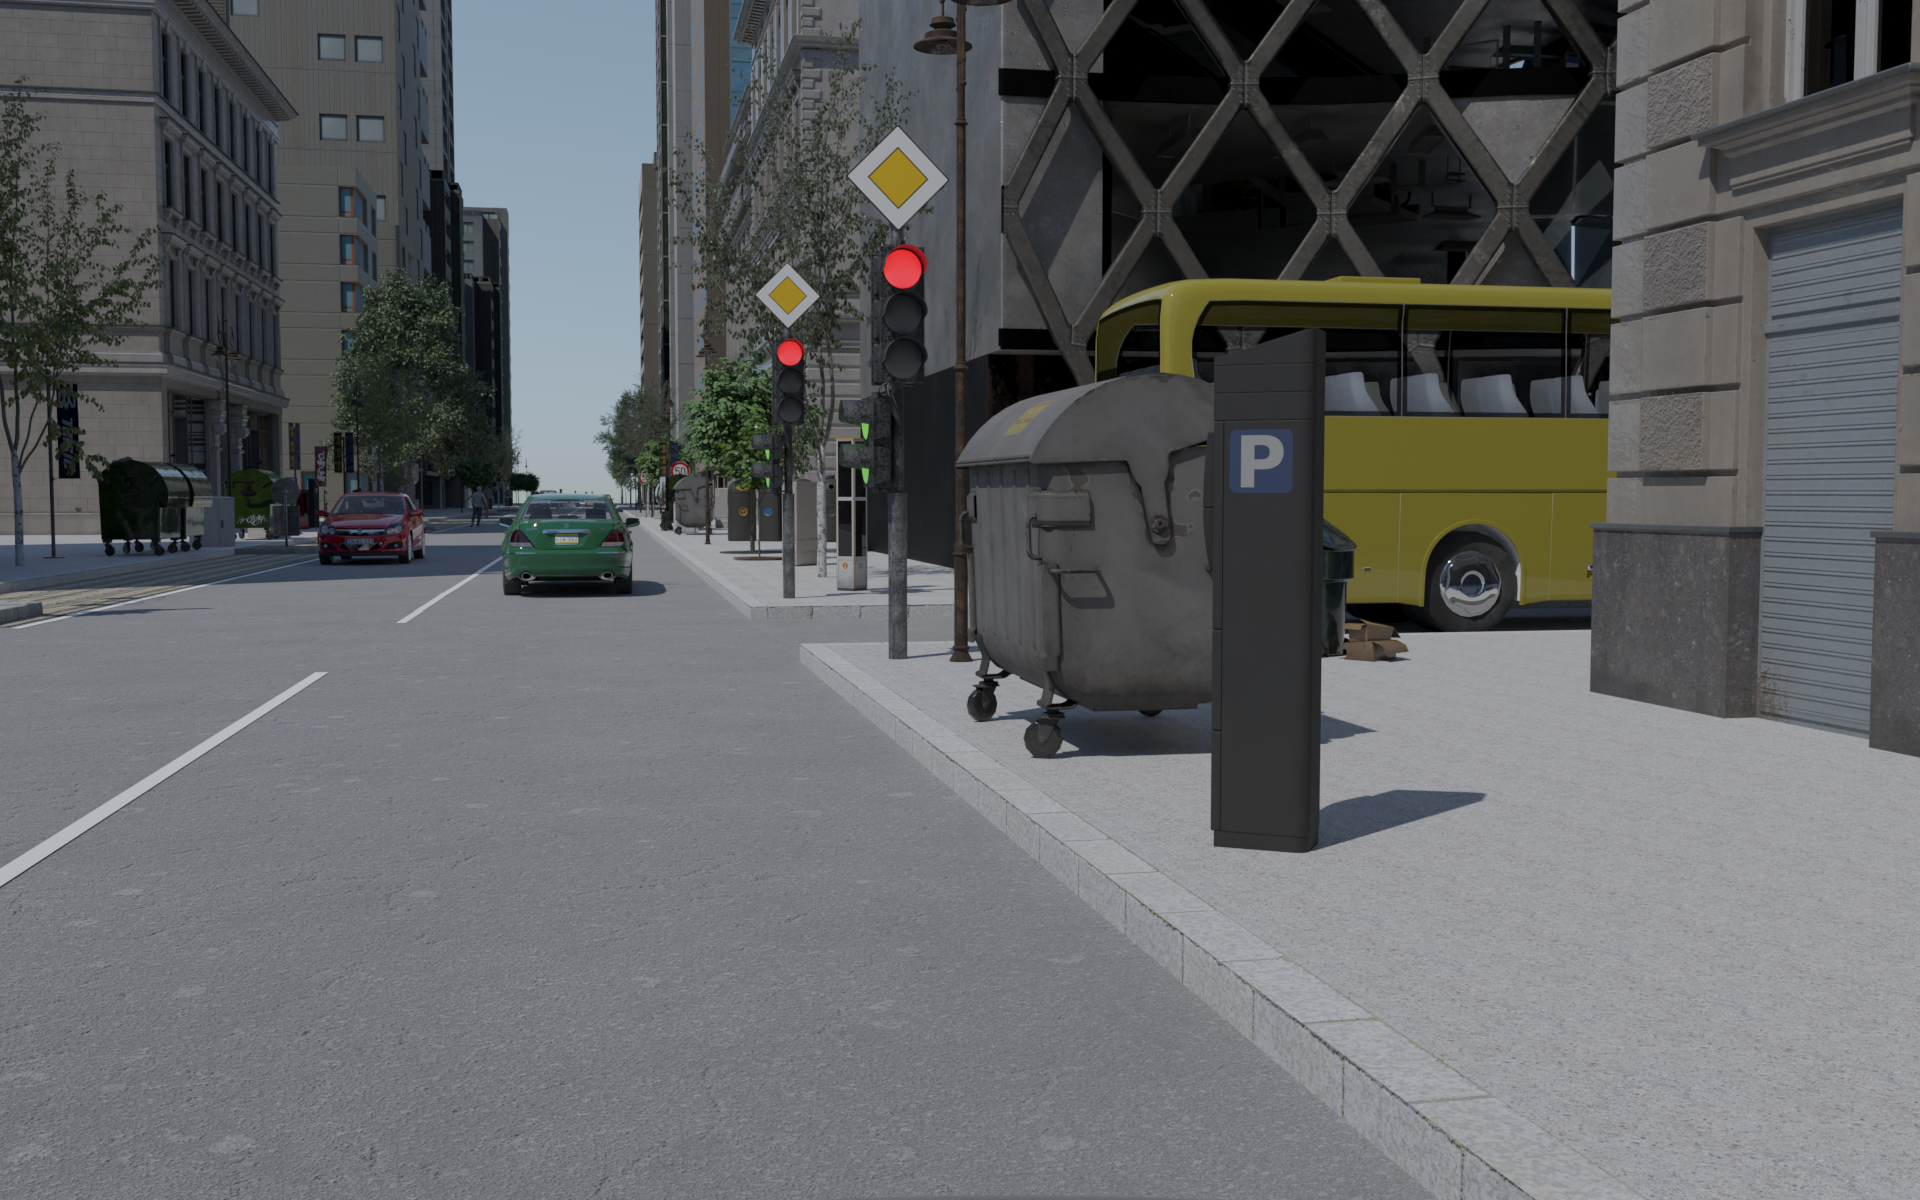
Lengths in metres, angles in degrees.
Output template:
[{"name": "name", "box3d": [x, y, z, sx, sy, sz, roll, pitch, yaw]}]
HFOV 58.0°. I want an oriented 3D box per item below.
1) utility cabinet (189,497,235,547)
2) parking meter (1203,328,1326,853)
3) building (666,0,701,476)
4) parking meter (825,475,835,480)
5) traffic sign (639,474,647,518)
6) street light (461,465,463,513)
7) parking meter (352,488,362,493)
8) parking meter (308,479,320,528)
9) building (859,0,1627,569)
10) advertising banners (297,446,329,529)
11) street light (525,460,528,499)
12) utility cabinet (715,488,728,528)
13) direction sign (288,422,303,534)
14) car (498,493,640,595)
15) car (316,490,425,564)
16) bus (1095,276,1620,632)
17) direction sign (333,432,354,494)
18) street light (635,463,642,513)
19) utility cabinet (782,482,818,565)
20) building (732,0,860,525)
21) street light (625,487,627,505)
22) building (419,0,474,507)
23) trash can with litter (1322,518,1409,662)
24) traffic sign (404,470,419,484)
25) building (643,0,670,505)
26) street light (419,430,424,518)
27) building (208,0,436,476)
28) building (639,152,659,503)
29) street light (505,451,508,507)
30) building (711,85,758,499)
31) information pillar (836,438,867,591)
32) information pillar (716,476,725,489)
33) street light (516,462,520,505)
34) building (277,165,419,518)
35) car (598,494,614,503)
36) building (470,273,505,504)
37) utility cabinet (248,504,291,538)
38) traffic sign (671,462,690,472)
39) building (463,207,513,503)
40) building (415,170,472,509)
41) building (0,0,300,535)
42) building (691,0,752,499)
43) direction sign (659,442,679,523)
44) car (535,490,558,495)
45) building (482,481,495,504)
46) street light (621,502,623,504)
[{"name": "utility cabinet", "box3d": [-18.203, -1.895, 42.147, 0.306, 1.237, 1.020, 3, 5, 41]}, {"name": "parking meter", "box3d": [1.103, -0.036, 6.301, 0.399, 1.863, 0.255, 1, 4, 23]}, {"name": "building", "box3d": [-11.429, -35.997, 130.556, 21.231, 58.520, 28.212, -1, 4, -12]}, {"name": "parking meter", "box3d": [-3.986, -2.853, 52.356, 0.255, 1.863, 0.399, 2, 4, 35]}, {"name": "traffic sign", "box3d": [-16.886, -5.693, 93.185, 0.768, 2.556, 0.104, 0, 4, -7]}, {"name": "street light", "box3d": [-34.298, -8.948, 119.081, 0.468, 5.910, 1.993, -1, 4, -12]}, {"name": "parking meter", "box3d": [-25.090, -3.894, 72.075, 0.372, 1.533, 0.369, 0, 3, 0]}, {"name": "parking meter", "box3d": [-24.585, -3.681, 65.901, 0.255, 1.863, 0.399, 1, 4, 11]}, {"name": "building", "box3d": [7.567, -10.141, 33.255, 16.811, 18.784, 16.820, -1, 4, -12]}, {"name": "advertising banners", "box3d": [-23.911, -4.076, 62.828, 2.074, 3.025, 0.090, -3, 4, -36]}, {"name": "street light", "box3d": [-56.874, -15.563, 227.242, 0.468, 5.910, 1.993, -1, 4, -12]}, {"name": "utility cabinet", "box3d": [-8.536, -3.422, 64.621, 1.173, 1.500, 0.318, 1, 4, 13]}, {"name": "direction sign", "box3d": [-21.129, -3.857, 55.057, 0.379, 3.537, 0.876, 0, 3, 0]}, {"name": "car", "box3d": [-5.882, -0.874, 26.082, 2.131, 1.459, 4.920, -1, 4, -12]}, {"name": "car", "box3d": [-12.463, -1.698, 36.799, 2.155, 1.783, 4.494, -1, 4, -11]}, {"name": "bus", "box3d": [7.705, -1.691, 19.197, 12.252, 3.916, 2.896, -1, 4, -12]}, {"name": "direction sign", "box3d": [-22.597, -4.377, 63.569, 0.876, 3.537, 0.379, 1, 4, 20]}, {"name": "street light", "box3d": [-22.027, -8.964, 119.350, 0.468, 5.910, 1.993, -1, 4, -12]}, {"name": "utility cabinet", "box3d": [-2.820, -1.377, 31.192, 0.318, 1.500, 1.173, 1, 4, 21]}, {"name": "building", "box3d": [-1.968, -14.344, 63.403, 11.050, 23.489, 19.941, -1, 4, -12]}, {"name": "street light", "box3d": [-32.226, -12.011, 169.166, 0.468, 5.910, 1.993, -1, 4, -12]}, {"name": "building", "box3d": [-62.074, -45.557, 183.100, 20.563, 71.187, 20.611, -1, 4, -12]}, {"name": "trash can with litter", "box3d": [3.037, -0.139, 13.652, 1.055, 1.170, 0.624, 3, 5, 45]}, {"name": "traffic sign", "box3d": [-29.341, -5.663, 92.688, 0.768, 2.556, 0.104, 0, 4, -3]}, {"name": "building", "box3d": [-30.229, -47.896, 221.356, 20.563, 71.187, 20.611, -1, 4, -12]}, {"name": "street light", "box3d": [-29.224, -7.414, 94.014, 0.468, 5.910, 1.993, -1, 4, -12]}, {"name": "building", "box3d": [-54.709, -33.061, 129.778, 28.713, 52.752, 27.495, -1, 4, -12]}, {"name": "building", "box3d": [-33.786, -37.867, 242.824, 21.300, 48.544, 21.600, -1, 4, -12]}, {"name": "street light", "box3d": [-46.230, -12.450, 176.340, 0.468, 5.910, 1.993, -1, 4, -12]}, {"name": "building", "box3d": [-4.800, -14.892, 85.289, 13.314, 21.916, 24.055, -1, 4, -12]}, {"name": "information pillar", "box3d": [-1.435, -1.130, 22.965, 0.304, 2.012, 0.304, 2, 4, 34]}, {"name": "information pillar", "box3d": [-9.751, -4.038, 70.516, 0.304, 2.012, 0.304, -1, 4, -16]}, {"name": "street light", "box3d": [-51.391, -13.985, 201.442, 0.468, 5.910, 1.993, -1, 4, -12]}, {"name": "building", "box3d": [-48.355, -15.796, 103.303, 27.650, 21.520, 28.899, -1, 4, -12]}, {"name": "car", "box3d": [-32.296, -8.985, 156.694, 2.009, 1.686, 4.222, -1, 4, -14]}, {"name": "building", "box3d": [-67.185, -27.777, 225.856, 14.160, 30.474, 14.107, -1, 4, -12]}, {"name": "utility cabinet", "box3d": [-20.044, -2.542, 50.245, 1.173, 1.500, 0.318, 0, 4, 8]}, {"name": "traffic sign", "box3d": [-10.965, -4.150, 67.951, 0.768, 2.556, 0.104, 0, 4, -2]}, {"name": "building", "box3d": [-69.651, -33.993, 239.386, 14.154, 41.232, 14.086, -1, 4, -12]}, {"name": "building", "box3d": [-51.345, -23.299, 152.647, 14.160, 30.474, 14.107, -1, 4, -12]}, {"name": "building", "box3d": [-29.644, -12.453, 54.517, 10.553, 20.767, 40.483, -1, 4, -12]}, {"name": "building", "box3d": [-9.523, -28.074, 109.117, 14.600, 45.320, 14.200, -1, 4, -12]}, {"name": "direction sign", "box3d": [-12.752, -5.132, 75.908, 0.876, 3.537, 0.379, -2, 4, -25]}, {"name": "car", "box3d": [-36.931, -8.970, 155.334, 2.281, 1.827, 5.304, -1, 4, -13]}, {"name": "building", "box3d": [-72.495, -31.386, 205.047, 32.217, 40.220, 23.993, -1, 4, -12]}, {"name": "street light", "box3d": [-38.548, -13.881, 199.735, 0.468, 5.910, 1.993, -1, 4, -12]}]
